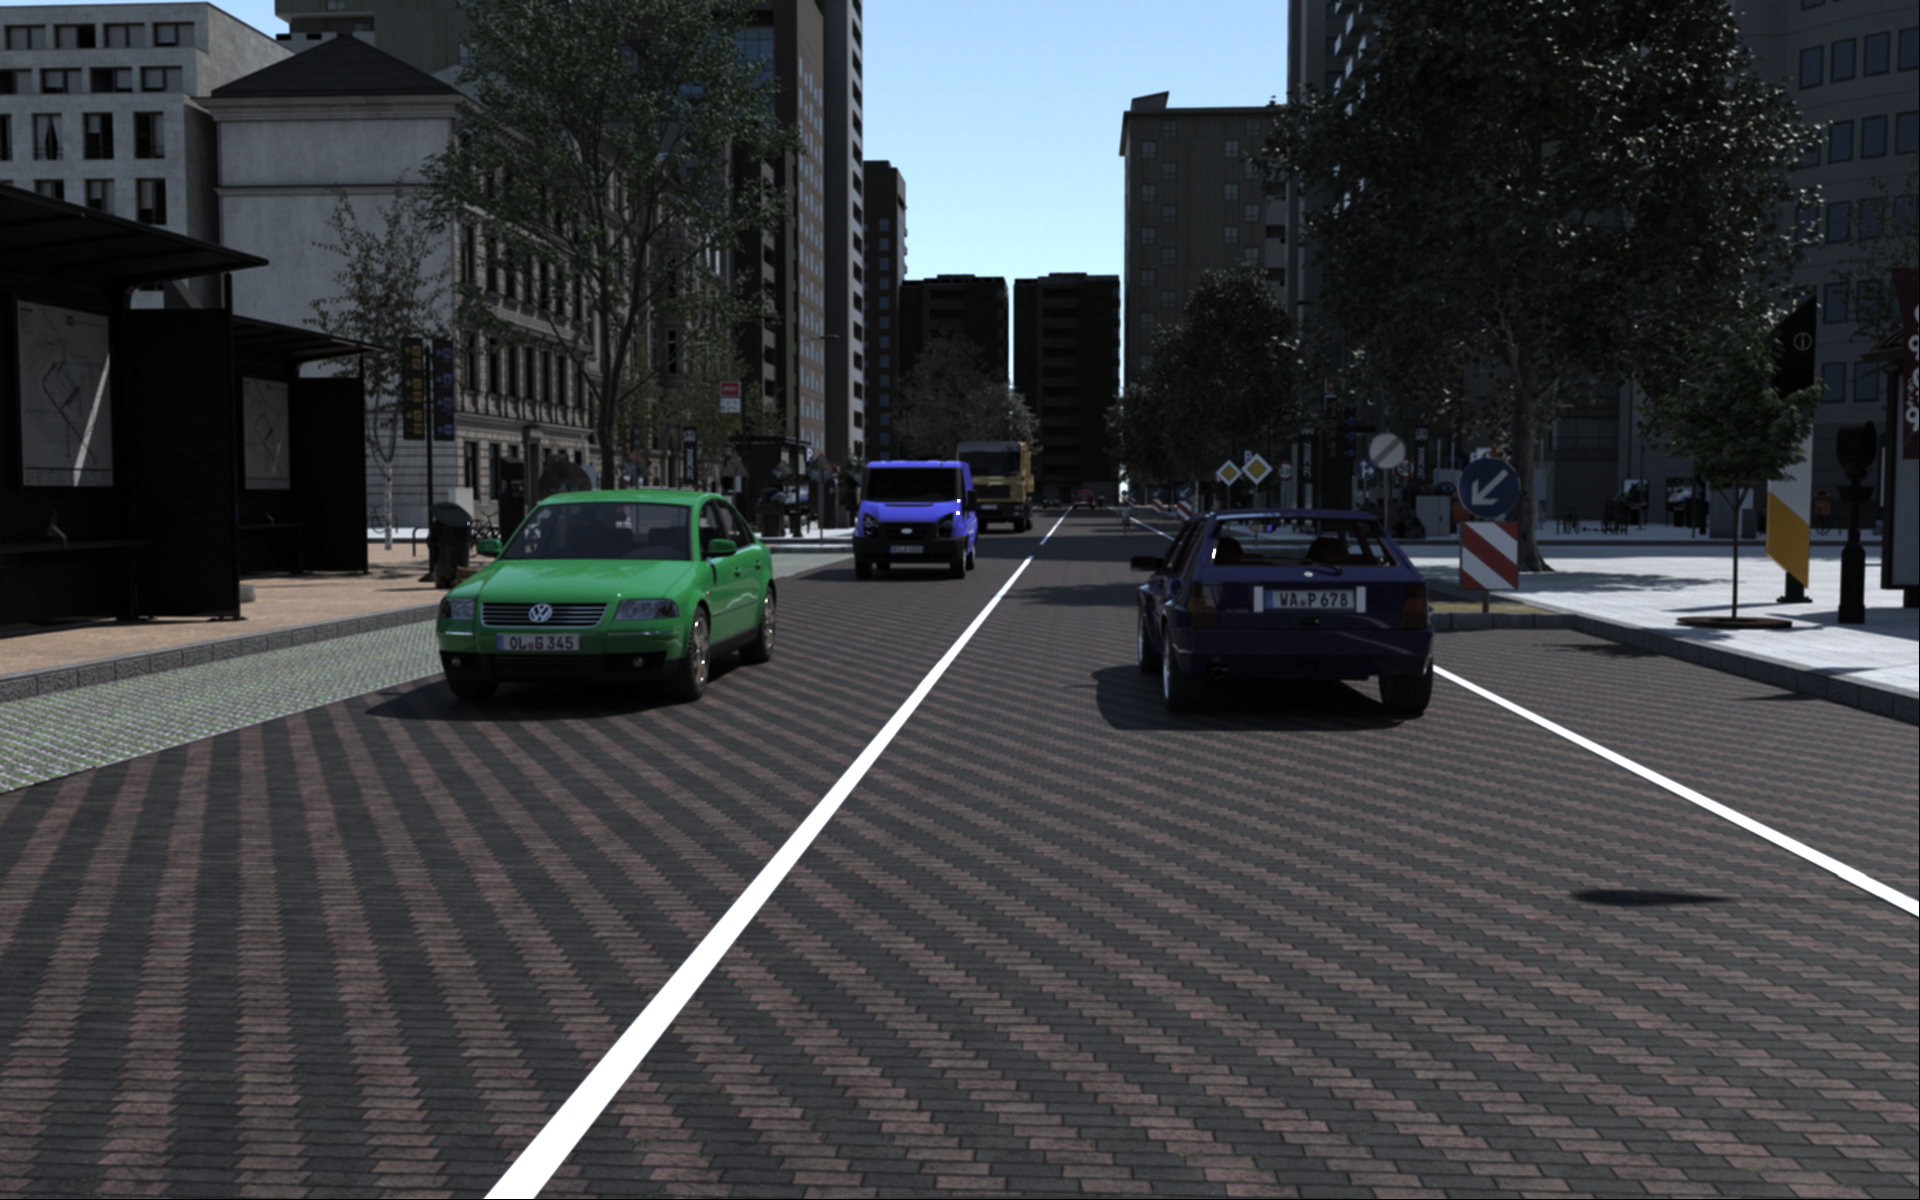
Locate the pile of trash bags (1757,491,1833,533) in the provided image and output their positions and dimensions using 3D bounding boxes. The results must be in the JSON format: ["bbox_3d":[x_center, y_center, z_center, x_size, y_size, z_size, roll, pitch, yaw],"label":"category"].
[{"bbox_3d":[27.518,-2.976,58.407,3.447,1.369,1.912,2,4,33],"label":"pile of trash bags"}]

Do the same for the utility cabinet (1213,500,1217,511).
[{"bbox_3d":[14.958,-5.360,98.794,1.020,1.237,0.306,-1,4,-9],"label":"utility cabinet"}]

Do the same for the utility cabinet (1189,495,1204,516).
[{"bbox_3d":[13.867,-5.517,101.366,0.306,1.237,1.020,-2,4,-35],"label":"utility cabinet"}]

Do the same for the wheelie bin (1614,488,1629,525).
[{"bbox_3d":[28.032,-3.989,73.126,0.693,1.594,0.980,0,4,5],"label":"wheelie bin"}]

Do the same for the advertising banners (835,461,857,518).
[{"bbox_3d":[-6.095,-5.967,93.747,0.090,3.025,2.074,2,4,35],"label":"advertising banners"}]

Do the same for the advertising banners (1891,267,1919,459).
[{"bbox_3d":[8.219,-1.049,13.343,2.074,3.025,0.090,0,4,7],"label":"advertising banners"}]

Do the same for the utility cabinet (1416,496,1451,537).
[{"bbox_3d":[14.183,-2.492,51.912,1.020,1.237,0.306,-1,4,-18],"label":"utility cabinet"}]

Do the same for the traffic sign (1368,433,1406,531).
[{"bbox_3d":[8.847,-2.193,35.969,0.768,2.556,0.104,0,4,6],"label":"traffic sign"}]

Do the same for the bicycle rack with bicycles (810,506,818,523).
[{"bbox_3d":[-6.371,-3.814,75.736,2.925,0.926,2.852,0,4,-6],"label":"bicycle rack with bicycles"}]

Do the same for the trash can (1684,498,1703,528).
[{"bbox_3d":[27.788,-3.300,65.600,0.748,1.137,0.748,0,3,0],"label":"trash can"}]

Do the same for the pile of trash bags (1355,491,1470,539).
[{"bbox_3d":[12.975,-2.454,49.881,3.447,1.369,1.912,1,4,13],"label":"pile of trash bags"}]

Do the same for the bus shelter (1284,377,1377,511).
[{"bbox_3d":[11.989,-4.867,57.207,2.179,5.291,8.768,0,4,4],"label":"bus shelter"}]

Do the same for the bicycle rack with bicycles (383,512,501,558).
[{"bbox_3d":[-9.786,-1.357,35.566,2.925,0.926,2.852,-3,5,-41],"label":"bicycle rack with bicycles"}]

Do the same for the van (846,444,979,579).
[{"bbox_3d":[-0.742,-1.635,31.124,2.240,2.365,5.245,0,4,3],"label":"van"}]

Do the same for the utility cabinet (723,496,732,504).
[{"bbox_3d":[-8.195,-2.941,59.245,0.306,1.237,1.020,2,4,27],"label":"utility cabinet"}]

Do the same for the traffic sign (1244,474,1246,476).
[{"bbox_3d":[17.195,-6.340,103.759,0.768,2.556,0.104,1,4,10],"label":"traffic sign"}]

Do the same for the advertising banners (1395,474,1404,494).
[{"bbox_3d":[21.250,-5.273,82.409,2.074,3.025,0.090,-3,4,-39],"label":"advertising banners"}]

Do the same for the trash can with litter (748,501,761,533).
[{"bbox_3d":[-6.645,-2.828,57.621,0.624,1.170,1.055,2,4,34],"label":"trash can with litter"}]

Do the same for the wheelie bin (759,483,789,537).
[{"bbox_3d":[-5.558,-2.665,51.488,0.980,1.594,0.693,1,4,14],"label":"wheelie bin"}]

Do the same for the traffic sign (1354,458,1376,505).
[{"bbox_3d":[14.423,-3.767,61.691,0.768,2.556,0.104,1,4,8],"label":"traffic sign"}]

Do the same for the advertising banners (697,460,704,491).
[{"bbox_3d":[-13.865,-5.673,88.947,2.074,3.025,0.090,2,4,35],"label":"advertising banners"}]

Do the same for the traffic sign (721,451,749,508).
[{"bbox_3d":[-6.796,-3.195,52.238,0.884,2.594,0.081,1,4,11],"label":"traffic sign"}]

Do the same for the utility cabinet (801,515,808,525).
[{"bbox_3d":[-6.726,-3.785,70.565,1.173,1.500,0.318,-3,5,-43],"label":"utility cabinet"}]

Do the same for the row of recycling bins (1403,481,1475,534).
[{"bbox_3d":[16.186,-3.006,56.266,3.534,1.692,1.069,0,4,2],"label":"row of recycling bins"}]

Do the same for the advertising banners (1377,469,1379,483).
[{"bbox_3d":[28.619,-7.548,119.593,0.090,3.025,2.074,0,4,-3],"label":"advertising banners"}]

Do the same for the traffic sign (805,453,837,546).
[{"bbox_3d":[-3.425,-2.395,42.793,0.795,2.450,0.064,0,4,4],"label":"traffic sign"}]

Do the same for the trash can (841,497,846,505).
[{"bbox_3d":[-5.838,-4.763,89.530,0.748,1.137,0.748,0,3,0],"label":"trash can"}]

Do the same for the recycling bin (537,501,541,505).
[{"bbox_3d":[-14.311,-2.942,60.662,0.722,1.027,0.722,3,4,38],"label":"recycling bin"}]

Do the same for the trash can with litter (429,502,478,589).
[{"bbox_3d":[-6.735,-0.737,23.437,0.624,1.170,1.055,-3,5,-42],"label":"trash can with litter"}]

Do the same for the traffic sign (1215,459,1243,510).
[{"bbox_3d":[7.752,-2.835,49.992,0.795,2.450,0.064,0,4,4],"label":"traffic sign"}]

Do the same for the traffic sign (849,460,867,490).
[{"bbox_3d":[-2.864,-2.882,50.758,0.795,2.450,0.064,0,4,4],"label":"traffic sign"}]

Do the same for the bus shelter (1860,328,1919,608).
[{"bbox_3d":[11.049,-1.408,16.940,2.014,3.302,5.546,0,4,4],"label":"bus shelter"}]

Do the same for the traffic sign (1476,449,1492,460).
[{"bbox_3d":[11.646,-2.202,38.133,0.606,2.300,0.079,1,4,13],"label":"traffic sign"}]

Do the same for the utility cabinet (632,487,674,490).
[{"bbox_3d":[-9.226,-2.639,51.824,1.173,1.500,0.318,-3,5,-44],"label":"utility cabinet"}]

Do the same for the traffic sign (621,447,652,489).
[{"bbox_3d":[-7.993,-2.547,42.823,0.795,2.450,0.064,1,4,9],"label":"traffic sign"}]

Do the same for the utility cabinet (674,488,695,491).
[{"bbox_3d":[-10.256,-3.333,63.178,1.173,1.500,0.318,2,4,25],"label":"utility cabinet"}]

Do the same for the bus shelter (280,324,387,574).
[{"bbox_3d":[-10.214,-2.046,24.736,1.731,3.624,6.357,0,4,4],"label":"bus shelter"}]

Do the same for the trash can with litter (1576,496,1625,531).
[{"bbox_3d":[22.263,-3.005,60.182,2.233,1.210,1.678,-1,4,-12],"label":"trash can with litter"}]

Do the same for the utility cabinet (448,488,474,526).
[{"bbox_3d":[-17.517,-3.185,60.761,0.318,1.500,1.173,1,4,15],"label":"utility cabinet"}]

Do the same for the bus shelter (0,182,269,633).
[{"bbox_3d":[-8.002,-1.418,14.468,1.731,3.624,6.357,0,4,4],"label":"bus shelter"}]

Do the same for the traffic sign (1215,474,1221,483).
[{"bbox_3d":[14.034,-5.674,92.881,0.768,2.556,0.104,1,4,9],"label":"traffic sign"}]

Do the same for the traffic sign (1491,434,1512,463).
[{"bbox_3d":[11.443,-2.201,36.084,0.768,2.556,0.104,1,4,11],"label":"traffic sign"}]

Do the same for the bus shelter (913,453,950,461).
[{"bbox_3d":[-1.721,-6.848,103.252,1.731,3.624,6.357,0,4,4],"label":"bus shelter"}]

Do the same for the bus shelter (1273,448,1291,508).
[{"bbox_3d":[14.276,-4.755,71.670,2.014,3.302,5.546,0,4,4],"label":"bus shelter"}]

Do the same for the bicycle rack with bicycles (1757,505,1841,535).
[{"bbox_3d":[26.187,-2.524,54.643,2.925,0.926,2.852,-2,4,-29],"label":"bicycle rack with bicycles"}]

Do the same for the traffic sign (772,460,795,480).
[{"bbox_3d":[-5.943,-3.495,58.321,0.795,2.450,0.064,0,4,5],"label":"traffic sign"}]

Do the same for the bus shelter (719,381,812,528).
[{"bbox_3d":[-7.249,-5.287,64.081,2.179,5.291,8.768,0,4,4],"label":"bus shelter"}]

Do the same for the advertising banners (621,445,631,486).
[{"bbox_3d":[-12.558,-4.022,61.950,2.074,3.025,0.090,1,4,18],"label":"advertising banners"}]

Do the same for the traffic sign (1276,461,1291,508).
[{"bbox_3d":[12.438,-4.047,66.270,0.768,2.556,0.104,1,4,9],"label":"traffic sign"}]

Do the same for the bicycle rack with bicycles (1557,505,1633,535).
[{"bbox_3d":[20.377,-2.580,55.565,2.852,0.926,2.925,2,4,27],"label":"bicycle rack with bicycles"}]

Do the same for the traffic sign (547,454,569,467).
[{"bbox_3d":[-10.234,-2.570,44.153,0.606,2.300,0.079,1,4,12],"label":"traffic sign"}]

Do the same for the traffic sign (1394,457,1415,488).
[{"bbox_3d":[15.228,-3.620,59.294,0.768,2.556,0.104,1,4,10],"label":"traffic sign"}]

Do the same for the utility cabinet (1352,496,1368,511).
[{"bbox_3d":[15.124,-3.340,65.776,0.306,1.237,1.020,-1,4,-14],"label":"utility cabinet"}]

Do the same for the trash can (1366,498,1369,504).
[{"bbox_3d":[14.970,-3.120,62.665,0.748,1.137,0.748,0,3,0],"label":"trash can"}]

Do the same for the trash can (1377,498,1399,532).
[{"bbox_3d":[13.847,-2.714,56.035,0.748,1.137,0.748,0,3,0],"label":"trash can"}]

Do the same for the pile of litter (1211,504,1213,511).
[{"bbox_3d":[15.042,-5.470,103.395,1.176,0.858,1.719,0,4,5],"label":"pile of litter"}]

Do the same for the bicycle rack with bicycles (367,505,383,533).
[{"bbox_3d":[-19.903,-2.636,56.481,2.852,0.926,2.925,2,4,30],"label":"bicycle rack with bicycles"}]

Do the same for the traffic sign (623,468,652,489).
[{"bbox_3d":[-9.462,-3.110,50.845,0.884,2.594,0.081,1,4,9],"label":"traffic sign"}]

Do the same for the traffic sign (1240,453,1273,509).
[{"bbox_3d":[7.191,-2.348,42.027,0.795,2.450,0.064,0,4,4],"label":"traffic sign"}]
